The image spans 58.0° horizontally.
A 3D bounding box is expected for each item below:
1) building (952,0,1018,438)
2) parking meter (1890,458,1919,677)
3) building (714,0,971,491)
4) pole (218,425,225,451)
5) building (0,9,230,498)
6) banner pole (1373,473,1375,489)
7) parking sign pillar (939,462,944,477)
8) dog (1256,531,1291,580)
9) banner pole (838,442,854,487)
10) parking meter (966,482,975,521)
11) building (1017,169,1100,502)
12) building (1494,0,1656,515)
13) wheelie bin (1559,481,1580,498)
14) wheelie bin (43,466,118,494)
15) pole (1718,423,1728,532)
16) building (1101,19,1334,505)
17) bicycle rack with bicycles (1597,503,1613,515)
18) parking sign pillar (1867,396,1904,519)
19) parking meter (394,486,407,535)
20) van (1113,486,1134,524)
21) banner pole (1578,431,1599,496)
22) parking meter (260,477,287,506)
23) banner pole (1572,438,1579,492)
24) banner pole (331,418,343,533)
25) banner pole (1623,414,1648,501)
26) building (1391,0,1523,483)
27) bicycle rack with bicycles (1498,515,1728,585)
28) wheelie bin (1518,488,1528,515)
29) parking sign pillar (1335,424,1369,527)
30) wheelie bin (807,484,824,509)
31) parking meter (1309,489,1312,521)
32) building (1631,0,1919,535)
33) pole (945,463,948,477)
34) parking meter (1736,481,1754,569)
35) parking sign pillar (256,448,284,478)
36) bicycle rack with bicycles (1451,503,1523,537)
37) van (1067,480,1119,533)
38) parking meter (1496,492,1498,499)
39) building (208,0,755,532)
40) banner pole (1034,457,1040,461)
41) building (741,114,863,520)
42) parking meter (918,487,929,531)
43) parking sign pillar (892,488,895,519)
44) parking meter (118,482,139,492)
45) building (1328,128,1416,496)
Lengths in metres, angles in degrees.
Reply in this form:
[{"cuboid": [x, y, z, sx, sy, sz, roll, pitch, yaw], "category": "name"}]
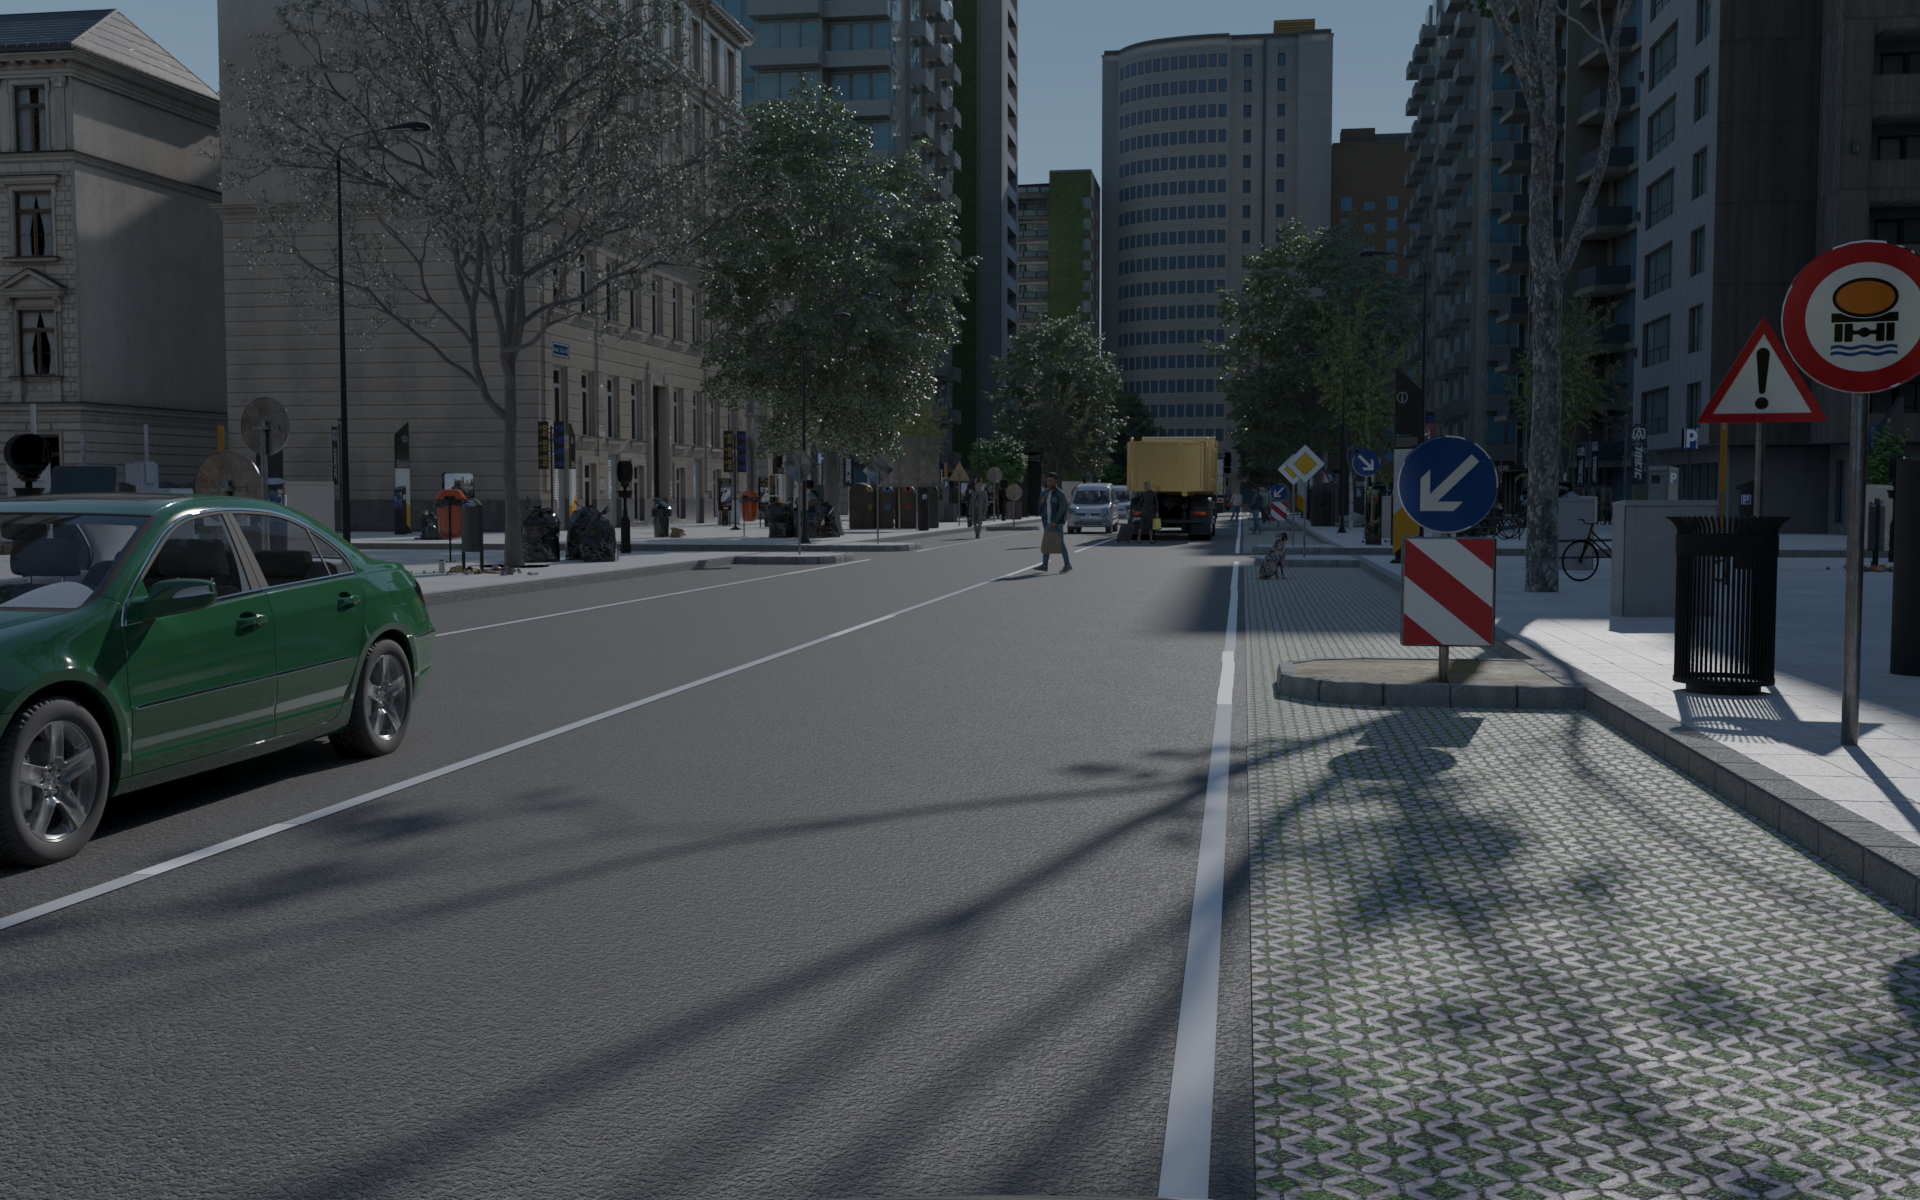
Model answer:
[{"cuboid": [-8.576, -38.805, 176.454, 28.212, 58.520, 21.231, 1, 4, 9], "category": "building"}, {"cuboid": [6.827, -0.237, 12.279, 0.372, 1.533, 0.369, 0, 3, 0], "category": "parking meter"}, {"cuboid": [-12.166, -31.663, 137.297, 23.786, 49.044, 30.456, 1, 4, 9], "category": "building"}, {"cuboid": [-21.956, -3.530, 51.552, 0.158, 3.312, 0.155, 0, 3, 0], "category": "pole"}, {"cuboid": [-38.474, -12.283, 65.458, 19.286, 19.102, 10.561, 1, 4, 9], "category": "building"}, {"cuboid": [25.304, -7.088, 105.909, 0.401, 3.779, 0.863, 0, 4, 5], "category": "banner pole"}, {"cuboid": [-1.661, -7.167, 105.653, 1.447, 3.967, 1.447, 0, 4, -4], "category": "parking sign pillar"}, {"cuboid": [5.133, -0.745, 29.010, 0.800, 0.831, 0.513, 1, 4, 10], "category": "dog"}, {"cuboid": [-4.863, -5.080, 73.070, 0.863, 3.779, 0.401, 0, 4, -2], "category": "banner pole"}, {"cuboid": [0.492, -4.640, 81.571, 0.399, 1.863, 0.255, 0, 3, 0], "category": "parking meter"}, {"cuboid": [10.455, -32.897, 221.459, 14.086, 41.232, 14.154, 1, 4, 9], "category": "building"}, {"cuboid": [42.819, -27.118, 98.010, 22.147, 44.769, 28.867, 1, 4, 9], "category": "building"}, {"cuboid": [14.323, -2.052, 41.452, 0.980, 1.594, 0.693, 1, 4, 22], "category": "wheelie bin"}, {"cuboid": [-9.817, -0.704, 19.413, 0.980, 1.594, 0.693, -1, 4, -18], "category": "wheelie bin"}, {"cuboid": [18.012, -2.878, 40.897, 0.158, 3.312, 0.155, 0, 3, 0], "category": "pole"}, {"cuboid": [32.338, -41.502, 220.559, 28.212, 58.520, 21.231, 1, 4, 9], "category": "building"}, {"cuboid": [26.881, -3.523, 70.988, 2.852, 0.926, 2.925, 1, 4, 18], "category": "bicycle rack with bicycles"}, {"cuboid": [25.304, -3.607, 47.447, 1.447, 3.967, 1.447, -3, 5, -39], "category": "parking sign pillar"}, {"cuboid": [-17.668, -2.829, 54.671, 0.372, 1.533, 0.369, 0, 3, 0], "category": "parking meter"}, {"cuboid": [7.573, -4.677, 83.484, 2.013, 2.044, 4.112, 1, 4, 8], "category": "van"}, {"cuboid": [25.132, -4.822, 68.857, 0.401, 3.779, 0.863, -1, 4, -13], "category": "banner pole"}, {"cuboid": [-10.198, -1.061, 25.753, 0.372, 1.533, 0.369, 0, 3, 0], "category": "parking meter"}, {"cuboid": [27.598, -5.345, 77.407, 0.863, 3.779, 0.401, -1, 4, -17], "category": "banner pole"}, {"cuboid": [-20.352, -4.074, 56.627, 0.401, 3.779, 0.863, 0, 4, 3], "category": "banner pole"}, {"cuboid": [21.127, -3.937, 54.382, 0.863, 3.779, 0.401, 1, 4, 19], "category": "banner pole"}, {"cuboid": [53.478, -33.147, 161.567, 23.786, 49.044, 30.456, 1, 4, 9], "category": "building"}, {"cuboid": [9.890, -0.703, 24.871, 2.925, 0.926, 2.852, -1, 4, -21], "category": "bicycle rack with bicycles"}, {"cuboid": [29.617, -5.071, 90.813, 0.693, 1.594, 0.980, 1, 4, 20], "category": "wheelie bin"}, {"cuboid": [15.297, -4.811, 67.138, 1.447, 3.967, 1.447, -3, 5, -40], "category": "parking sign pillar"}, {"cuboid": [-4.589, -2.978, 56.603, 0.693, 1.594, 0.980, 3, 4, 36], "category": "wheelie bin"}, {"cuboid": [16.733, -4.505, 82.073, 0.372, 1.533, 0.369, 0, 3, 0], "category": "parking meter"}, {"cuboid": [31.278, -17.473, 57.385, 14.107, 30.474, 14.160, 1, 4, 9], "category": "building"}, {"cuboid": [-0.905, -7.323, 113.582, 0.158, 3.312, 0.155, 0, 3, 0], "category": "pole"}, {"cuboid": [13.501, -1.303, 29.707, 0.372, 1.533, 0.369, 0, 3, 0], "category": "parking meter"}, {"cuboid": [-20.386, -3.834, 51.165, 1.447, 3.967, 1.447, 0, 4, -6], "category": "parking sign pillar"}, {"cuboid": [15.243, -2.212, 49.543, 2.925, 0.926, 2.852, 2, 4, 34], "category": "bicycle rack with bicycles"}, {"cuboid": [4.969, -3.519, 64.540, 2.013, 2.044, 4.112, 1, 4, 10], "category": "van"}, {"cuboid": [25.166, -4.641, 81.589, 0.255, 1.863, 0.399, 1, 4, 11], "category": "parking meter"}, {"cuboid": [-17.633, -16.685, 70.058, 12.463, 27.353, 25.104, 1, 4, 9], "category": "building"}, {"cuboid": [4.714, -7.131, 106.608, 0.401, 3.779, 0.863, 2, 4, 32], "category": "banner pole"}, {"cuboid": [-14.315, -15.458, 94.541, 13.314, 21.916, 24.055, 1, 4, 9], "category": "building"}, {"cuboid": [-1.273, -3.194, 60.631, 0.372, 1.533, 0.369, 0, 3, 0], "category": "parking meter"}, {"cuboid": [-3.160, -6.147, 88.977, 1.447, 3.967, 1.447, -1, 4, -22], "category": "parking sign pillar"}, {"cuboid": [-17.242, -1.684, 35.939, 0.372, 1.533, 0.369, 0, 3, 0], "category": "parking meter"}, {"cuboid": [52.769, -34.519, 214.496, 14.200, 45.320, 14.600, 1, 4, 9], "category": "building"}]
